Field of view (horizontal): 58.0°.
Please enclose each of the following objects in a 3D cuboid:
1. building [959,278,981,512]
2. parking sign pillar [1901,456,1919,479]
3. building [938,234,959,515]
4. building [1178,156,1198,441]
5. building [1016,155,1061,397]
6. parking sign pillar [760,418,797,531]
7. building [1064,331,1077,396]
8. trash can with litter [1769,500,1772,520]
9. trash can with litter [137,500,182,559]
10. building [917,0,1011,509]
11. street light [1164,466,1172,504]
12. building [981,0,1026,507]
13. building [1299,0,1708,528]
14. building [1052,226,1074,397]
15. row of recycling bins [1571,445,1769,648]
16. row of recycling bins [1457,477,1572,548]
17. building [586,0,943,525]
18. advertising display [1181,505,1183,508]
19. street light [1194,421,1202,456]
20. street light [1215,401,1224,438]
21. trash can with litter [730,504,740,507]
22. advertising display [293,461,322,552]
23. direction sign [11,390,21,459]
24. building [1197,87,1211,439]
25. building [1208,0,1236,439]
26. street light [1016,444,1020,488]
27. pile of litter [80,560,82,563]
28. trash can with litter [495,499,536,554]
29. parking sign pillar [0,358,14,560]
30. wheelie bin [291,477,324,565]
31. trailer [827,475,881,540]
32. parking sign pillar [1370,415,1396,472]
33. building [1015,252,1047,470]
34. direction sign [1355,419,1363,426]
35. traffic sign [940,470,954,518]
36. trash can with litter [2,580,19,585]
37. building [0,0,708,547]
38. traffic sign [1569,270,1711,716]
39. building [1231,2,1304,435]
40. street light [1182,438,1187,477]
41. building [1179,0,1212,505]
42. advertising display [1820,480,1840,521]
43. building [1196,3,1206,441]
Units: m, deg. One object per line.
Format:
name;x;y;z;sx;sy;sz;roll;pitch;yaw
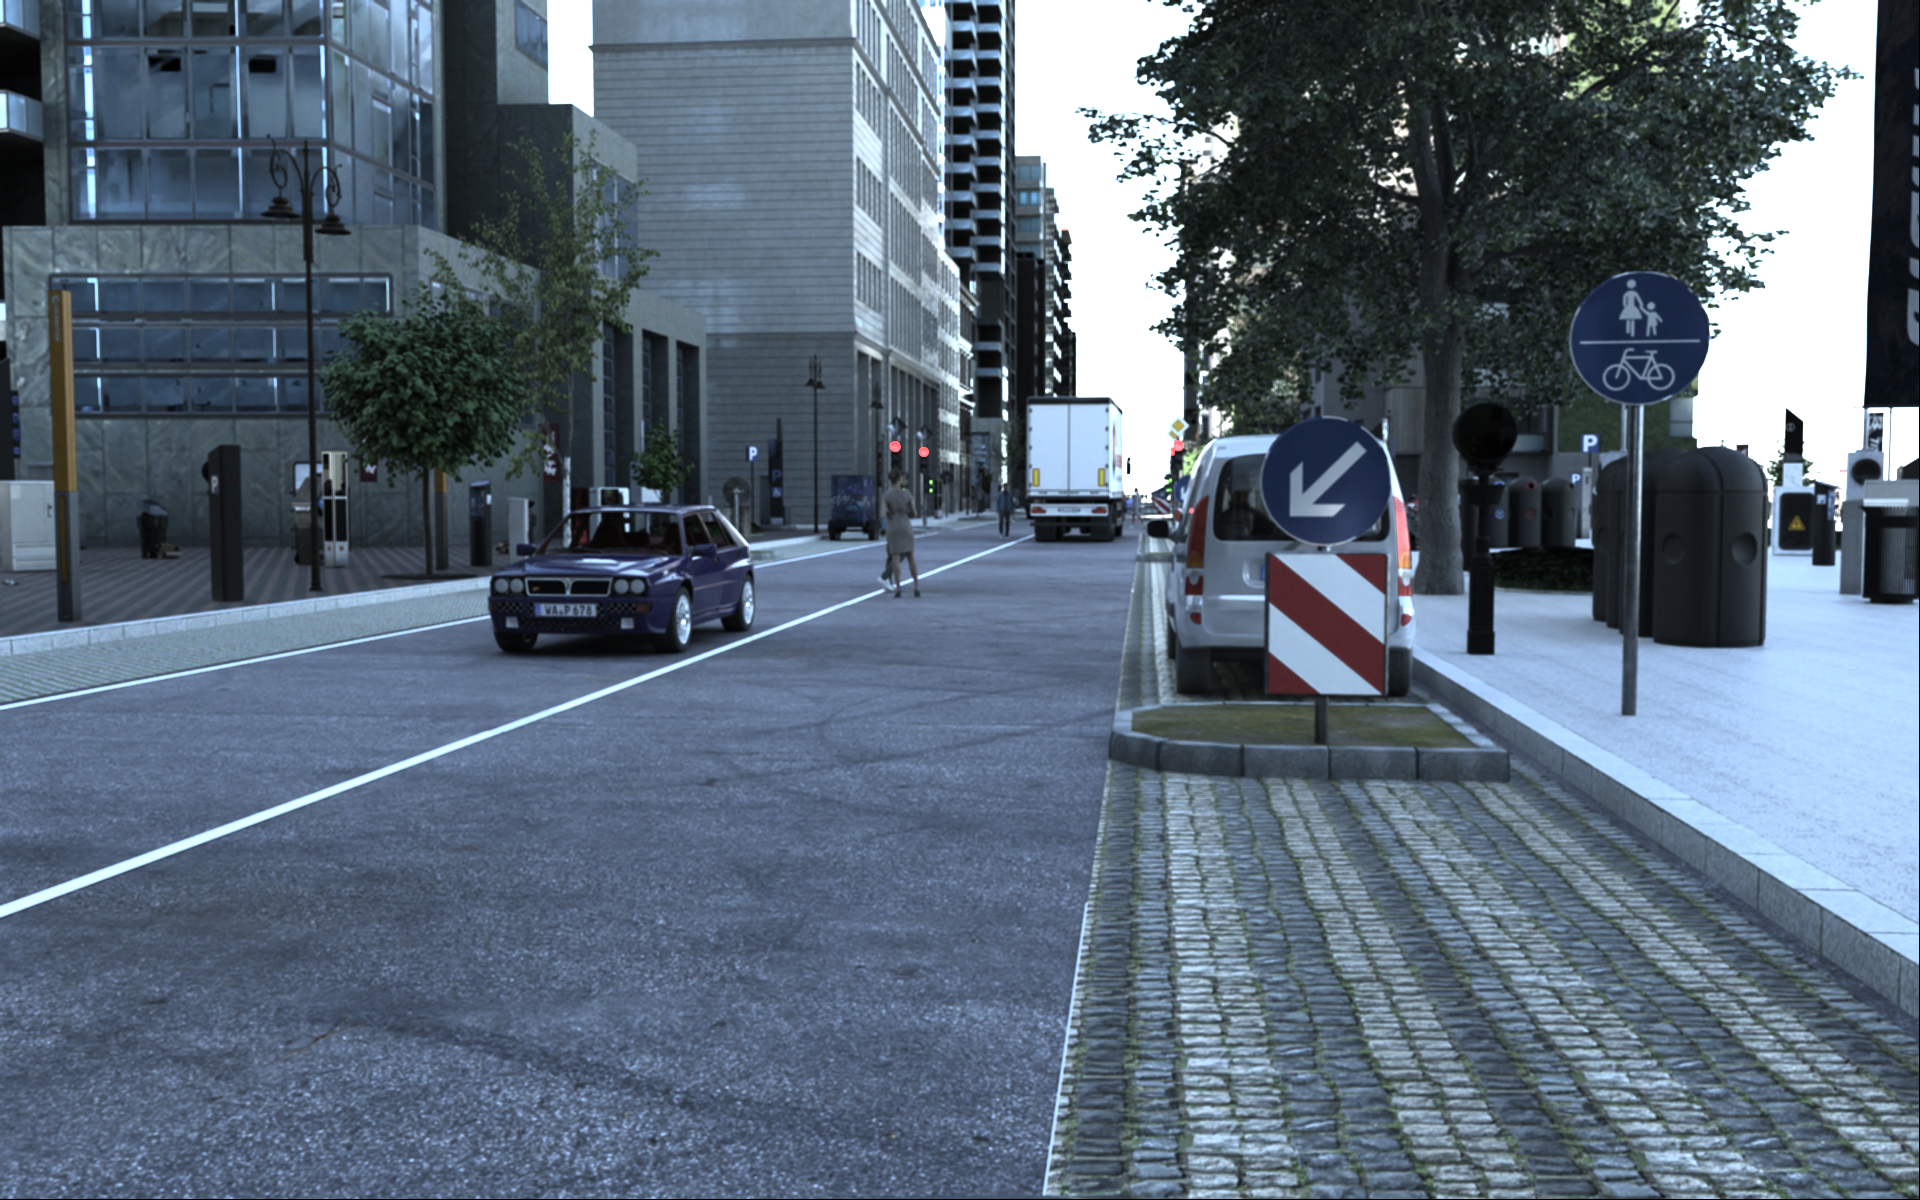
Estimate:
building;-4.645;-16.072;127.410;10.561;19.102;19.286;0;4;6
parking sign pillar;62.739;-7.683;114.085;1.447;3.967;1.447;1;4;15
building;-6.112;-15.572;109.359;10.420;20.320;16.860;0;4;6
building;47.588;-41.174;262.431;28.713;52.752;27.495;0;4;6
building;2.749;-38.292;245.689;23.786;49.044;30.456;0;4;6
parking sign pillar;-6.465;-4.430;60.902;1.447;3.967;1.447;-1;4;-8
building;12.750;-32.104;296.593;14.160;30.474;14.107;0;4;6
trash can with litter;39.938;-4.518;85.249;1.055;1.170;0.624;2;4;25
trash can with litter;-15.917;-1.416;34.543;1.055;1.170;0.624;2;4;34
building;-5.946;-51.849;160.397;22.319;86.520;31.000;0;4;6
street light;32.036;-18.013;267.298;0.468;5.910;1.993;0;4;6
building;-2.319;-45.757;186.382;20.563;71.187;20.611;0;4;6
building;21.974;-23.781;72.421;14.086;41.232;14.154;0;4;6
building;6.585;-37.955;275.184;22.147;44.769;28.867;0;4;6
row of recycling bins;6.588;-0.550;16.104;1.069;1.692;3.534;1;4;10
row of recycling bins;13.027;-2.090;41.279;3.534;1.692;1.069;-1;4;-17
building;-8.133;-18.861;85.865;11.434;29.767;29.804;0;4;6
advertising display;17.891;-8.221;139.632;0.123;1.923;0.974;0;4;-2
street light;14.720;-8.229;107.324;0.468;5.910;1.993;0;4;6
street light;10.956;-6.119;72.827;0.468;5.910;1.993;0;4;6
trash can with litter;-7.850;-2.878;58.115;1.678;1.210;2.233;2;4;27
advertising display;-12.659;-1.777;34.262;0.974;1.923;0.123;-1;4;-10
direction sign;-20.776;-2.794;37.687;0.379;3.537;0.876;1;4;13
building;34.908;-33.692;170.475;23.786;49.044;30.456;0;4;6
building;29.068;-35.808;127.467;21.231;58.520;28.212;0;4;6
street light;4.772;-10.648;146.884;0.468;5.910;1.993;0;4;6
pile of litter;-16.946;-1.113;32.164;1.176;0.858;1.719;-1;4;-21
trash can with litter;-9.547;-1.568;37.024;1.055;1.170;0.624;3;4;38
parking sign pillar;-19.302;-2.778;33.898;1.447;3.967;1.447;3;5;40
wheelie bin;-11.696;-1.443;31.505;0.980;1.594;0.693;2;4;32
trailer;-3.324;-2.796;52.756;1.471;1.999;3.904;0;4;5
parking sign pillar;14.422;-4.369;59.904;1.447;3.967;1.447;-3;4;-38
building;2.854;-26.507;205.091;14.160;30.474;14.107;0;4;6
direction sign;12.093;-3.705;52.575;0.379;3.537;0.876;0;4;-2
traffic sign;-0.714;-5.678;92.939;0.768;2.556;0.104;1;4;15
trash can with litter;-13.776;-0.776;23.748;1.678;1.210;2.233;1;4;19
building;-25.774;-45.152;50.908;31.000;86.520;22.319;0;4;6
traffic sign;3.886;-0.604;9.984;0.768;2.556;0.104;1;4;11
building;22.707;-20.063;99.732;14.160;30.474;14.107;0;4;6
street light;19.273;-10.840;150.020;0.468;5.910;1.993;0;4;6
building;36.907;-54.269;199.964;22.319;86.520;31.000;0;4;6
advertising display;40.628;-4.639;81.062;0.974;1.923;0.123;3;5;45
building;41.050;-48.924;238.164;20.563;71.187;20.611;0;4;6
